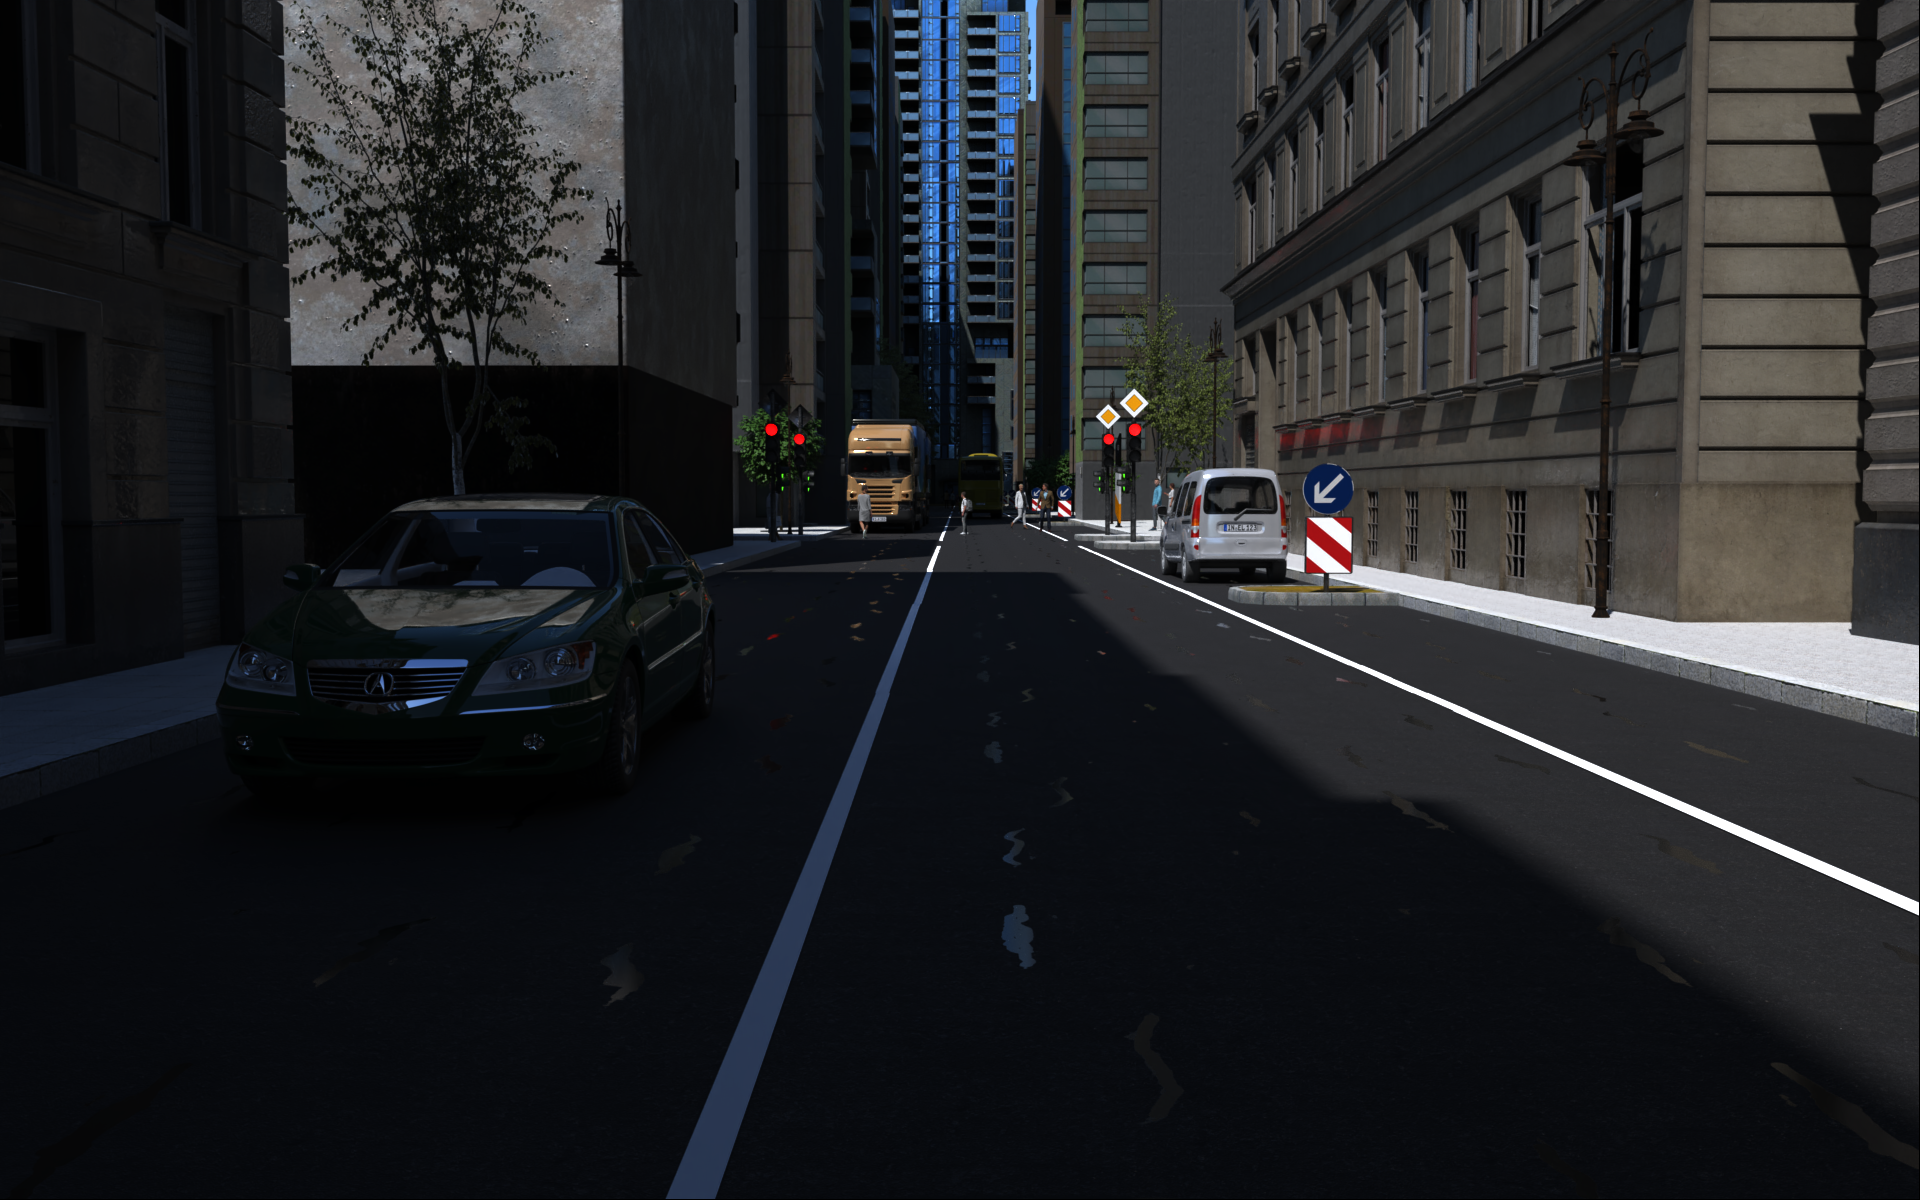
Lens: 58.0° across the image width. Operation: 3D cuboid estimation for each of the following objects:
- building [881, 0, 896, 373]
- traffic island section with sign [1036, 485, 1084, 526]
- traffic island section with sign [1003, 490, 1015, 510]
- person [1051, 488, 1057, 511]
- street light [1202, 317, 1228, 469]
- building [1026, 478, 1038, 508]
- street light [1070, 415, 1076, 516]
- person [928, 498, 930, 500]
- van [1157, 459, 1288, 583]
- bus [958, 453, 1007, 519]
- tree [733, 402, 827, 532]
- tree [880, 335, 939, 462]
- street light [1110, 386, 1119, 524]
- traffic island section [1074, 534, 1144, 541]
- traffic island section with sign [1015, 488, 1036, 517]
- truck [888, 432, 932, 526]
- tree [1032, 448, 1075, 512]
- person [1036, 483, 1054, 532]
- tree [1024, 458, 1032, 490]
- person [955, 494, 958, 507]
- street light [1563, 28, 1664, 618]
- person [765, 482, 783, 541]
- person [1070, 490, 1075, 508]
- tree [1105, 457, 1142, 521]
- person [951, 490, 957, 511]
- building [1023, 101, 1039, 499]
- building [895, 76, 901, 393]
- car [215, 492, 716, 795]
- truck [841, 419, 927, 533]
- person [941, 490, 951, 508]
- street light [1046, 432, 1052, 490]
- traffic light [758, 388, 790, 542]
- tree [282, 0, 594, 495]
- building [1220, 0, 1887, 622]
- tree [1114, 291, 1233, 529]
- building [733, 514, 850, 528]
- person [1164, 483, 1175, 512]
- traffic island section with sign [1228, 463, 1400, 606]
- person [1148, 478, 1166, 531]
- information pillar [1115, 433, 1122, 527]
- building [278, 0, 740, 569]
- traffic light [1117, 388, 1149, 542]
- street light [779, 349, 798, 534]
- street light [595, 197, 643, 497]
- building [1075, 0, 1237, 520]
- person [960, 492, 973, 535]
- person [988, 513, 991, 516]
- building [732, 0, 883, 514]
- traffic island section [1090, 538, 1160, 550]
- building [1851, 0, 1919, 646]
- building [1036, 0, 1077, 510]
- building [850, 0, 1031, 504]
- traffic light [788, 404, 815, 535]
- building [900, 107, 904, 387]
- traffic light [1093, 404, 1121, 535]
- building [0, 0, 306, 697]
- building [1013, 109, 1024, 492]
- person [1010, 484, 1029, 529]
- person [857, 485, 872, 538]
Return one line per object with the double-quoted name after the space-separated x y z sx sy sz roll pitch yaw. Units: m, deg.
-12.768 -30.589 150.234 14.600 45.320 14.200 0 3 0 "building"
4.620 -4.312 79.137 1.989 1.847 2.006 0 3 0 "traffic island section with sign"
4.572 -9.010 155.948 1.989 1.847 2.006 0 3 0 "traffic island section with sign"
7.125 -7.666 131.903 1.217 1.766 0.721 0 4 -5 "person"
6.690 -4.447 45.502 0.468 5.910 1.993 0 3 0 "street light"
22.600 -28.873 163.949 32.217 40.220 23.993 0 3 0 "building"
6.659 -7.891 101.807 0.468 5.910 1.993 0 3 0 "street light"
-3.156 -8.247 143.298 1.348 1.831 0.705 1 4 12 "person"
4.416 -1.368 29.372 2.013 2.044 4.112 0 4 -1 "van"
1.342 -6.870 103.874 2.896 3.916 12.252 0 4 2 "bus"
-6.169 -4.606 59.023 4.285 4.588 4.351 0 3 0 "tree"
-5.668 -12.566 123.576 7.486 12.596 7.792 0 3 0 "tree"
6.499 -6.190 73.992 0.468 5.910 1.993 0 3 0 "street light"
4.637 -1.952 54.194 2.009 0.180 2.903 0 3 0 "traffic island section"
4.614 -6.026 107.158 1.989 1.847 2.006 0 3 0 "traffic island section with sign"
-2.670 -5.595 80.391 2.839 4.237 11.283 0 4 0 "truck"
7.836 -8.624 124.723 4.285 4.588 4.351 0 3 0 "tree"
3.200 -3.485 65.398 0.656 1.842 0.836 -1 4 -18 "person"
6.602 -9.312 135.960 4.285 4.588 4.351 0 3 0 "tree"
-0.310 -11.319 196.798 0.421 1.427 0.697 0 4 3 "person"
6.665 -2.755 17.836 0.468 5.910 1.993 0 3 0 "street light"
-5.190 -2.417 48.369 0.624 1.780 0.694 -1 4 -21 "person"
8.434 -7.503 128.820 0.679 1.850 0.850 1 4 11 "person"
7.535 -5.346 82.015 1.663 3.219 1.824 0 3 0 "tree"
-0.509 -8.162 142.736 0.721 1.735 1.217 1 4 21 "person"
13.668 -30.579 183.563 14.154 41.232 14.086 0 3 0 "building"
-12.886 -29.420 164.608 14.154 41.232 14.086 0 3 0 "building"
-2.498 0.125 9.754 2.131 1.459 4.920 0 4 -1 "car"
-2.775 -4.775 66.980 2.839 4.237 11.283 0 4 1 "truck"
-1.319 -10.059 173.052 1.348 1.812 0.705 1 4 11 "person"
6.667 -9.547 128.877 0.468 5.910 1.993 0 3 0 "street light"
-4.959 -3.496 46.072 0.839 4.253 0.868 0 3 0 "traffic light"
-6.524 -4.382 22.012 4.360 8.622 3.978 0 3 0 "tree"
14.408 -12.081 30.811 16.112 22.955 30.059 0 3 0 "building"
7.427 -6.882 62.877 4.737 8.622 4.395 0 3 0 "tree"
-11.788 -23.588 69.263 14.154 41.232 14.086 0 3 0 "building"
8.972 -4.127 74.085 0.524 1.755 0.480 0 4 6 "person"
4.661 -0.891 23.202 1.989 1.847 2.006 0 3 0 "traffic island section with sign"
6.931 -3.322 60.214 0.748 1.841 0.638 1 4 13 "person"
6.096 -4.605 66.652 0.183 3.616 0.504 -1 4 -13 "information pillar"
-13.979 -10.385 37.252 16.811 18.784 16.820 0 3 0 "building"
4.602 -3.497 46.095 0.839 4.253 0.868 0 3 0 "traffic light"
-5.432 -5.037 55.136 0.468 5.910 1.993 0 3 0 "street light"
-5.354 -3.337 27.346 0.468 5.910 1.993 0 3 0 "street light"
13.030 -24.900 90.712 14.154 41.232 14.086 0 3 0 "building"
0.165 -3.075 61.373 0.523 1.515 0.503 -2 4 -27 "person"
2.042 -6.262 115.161 0.394 1.301 0.425 -1 4 -17 "person"
-13.349 -27.670 135.997 14.154 41.232 14.086 0 3 0 "building"
4.642 -1.463 46.209 2.009 0.180 2.903 0 3 0 "traffic island section"
12.909 -10.823 5.840 11.050 23.489 19.941 0 3 0 "building"
13.518 -30.245 144.623 14.600 45.320 14.200 0 3 0 "building"
-4.117 -55.647 222.500 31.000 86.520 22.319 0 3 0 "building"
-4.965 -3.984 54.057 0.839 4.253 0.868 0 3 0 "traffic light"
-17.227 -34.914 194.551 21.600 48.544 21.300 0 3 0 "building"
4.597 -3.985 54.080 0.839 4.253 0.868 0 3 0 "traffic light"
-11.703 -12.593 3.153 12.463 27.353 25.104 0 3 0 "building"
13.249 -33.483 197.554 14.600 45.320 14.200 0 3 0 "building"
2.430 -3.784 70.250 0.818 1.842 0.514 2 4 26 "person"
-3.055 -2.850 55.854 0.466 1.731 0.760 -1 4 -14 "person"
